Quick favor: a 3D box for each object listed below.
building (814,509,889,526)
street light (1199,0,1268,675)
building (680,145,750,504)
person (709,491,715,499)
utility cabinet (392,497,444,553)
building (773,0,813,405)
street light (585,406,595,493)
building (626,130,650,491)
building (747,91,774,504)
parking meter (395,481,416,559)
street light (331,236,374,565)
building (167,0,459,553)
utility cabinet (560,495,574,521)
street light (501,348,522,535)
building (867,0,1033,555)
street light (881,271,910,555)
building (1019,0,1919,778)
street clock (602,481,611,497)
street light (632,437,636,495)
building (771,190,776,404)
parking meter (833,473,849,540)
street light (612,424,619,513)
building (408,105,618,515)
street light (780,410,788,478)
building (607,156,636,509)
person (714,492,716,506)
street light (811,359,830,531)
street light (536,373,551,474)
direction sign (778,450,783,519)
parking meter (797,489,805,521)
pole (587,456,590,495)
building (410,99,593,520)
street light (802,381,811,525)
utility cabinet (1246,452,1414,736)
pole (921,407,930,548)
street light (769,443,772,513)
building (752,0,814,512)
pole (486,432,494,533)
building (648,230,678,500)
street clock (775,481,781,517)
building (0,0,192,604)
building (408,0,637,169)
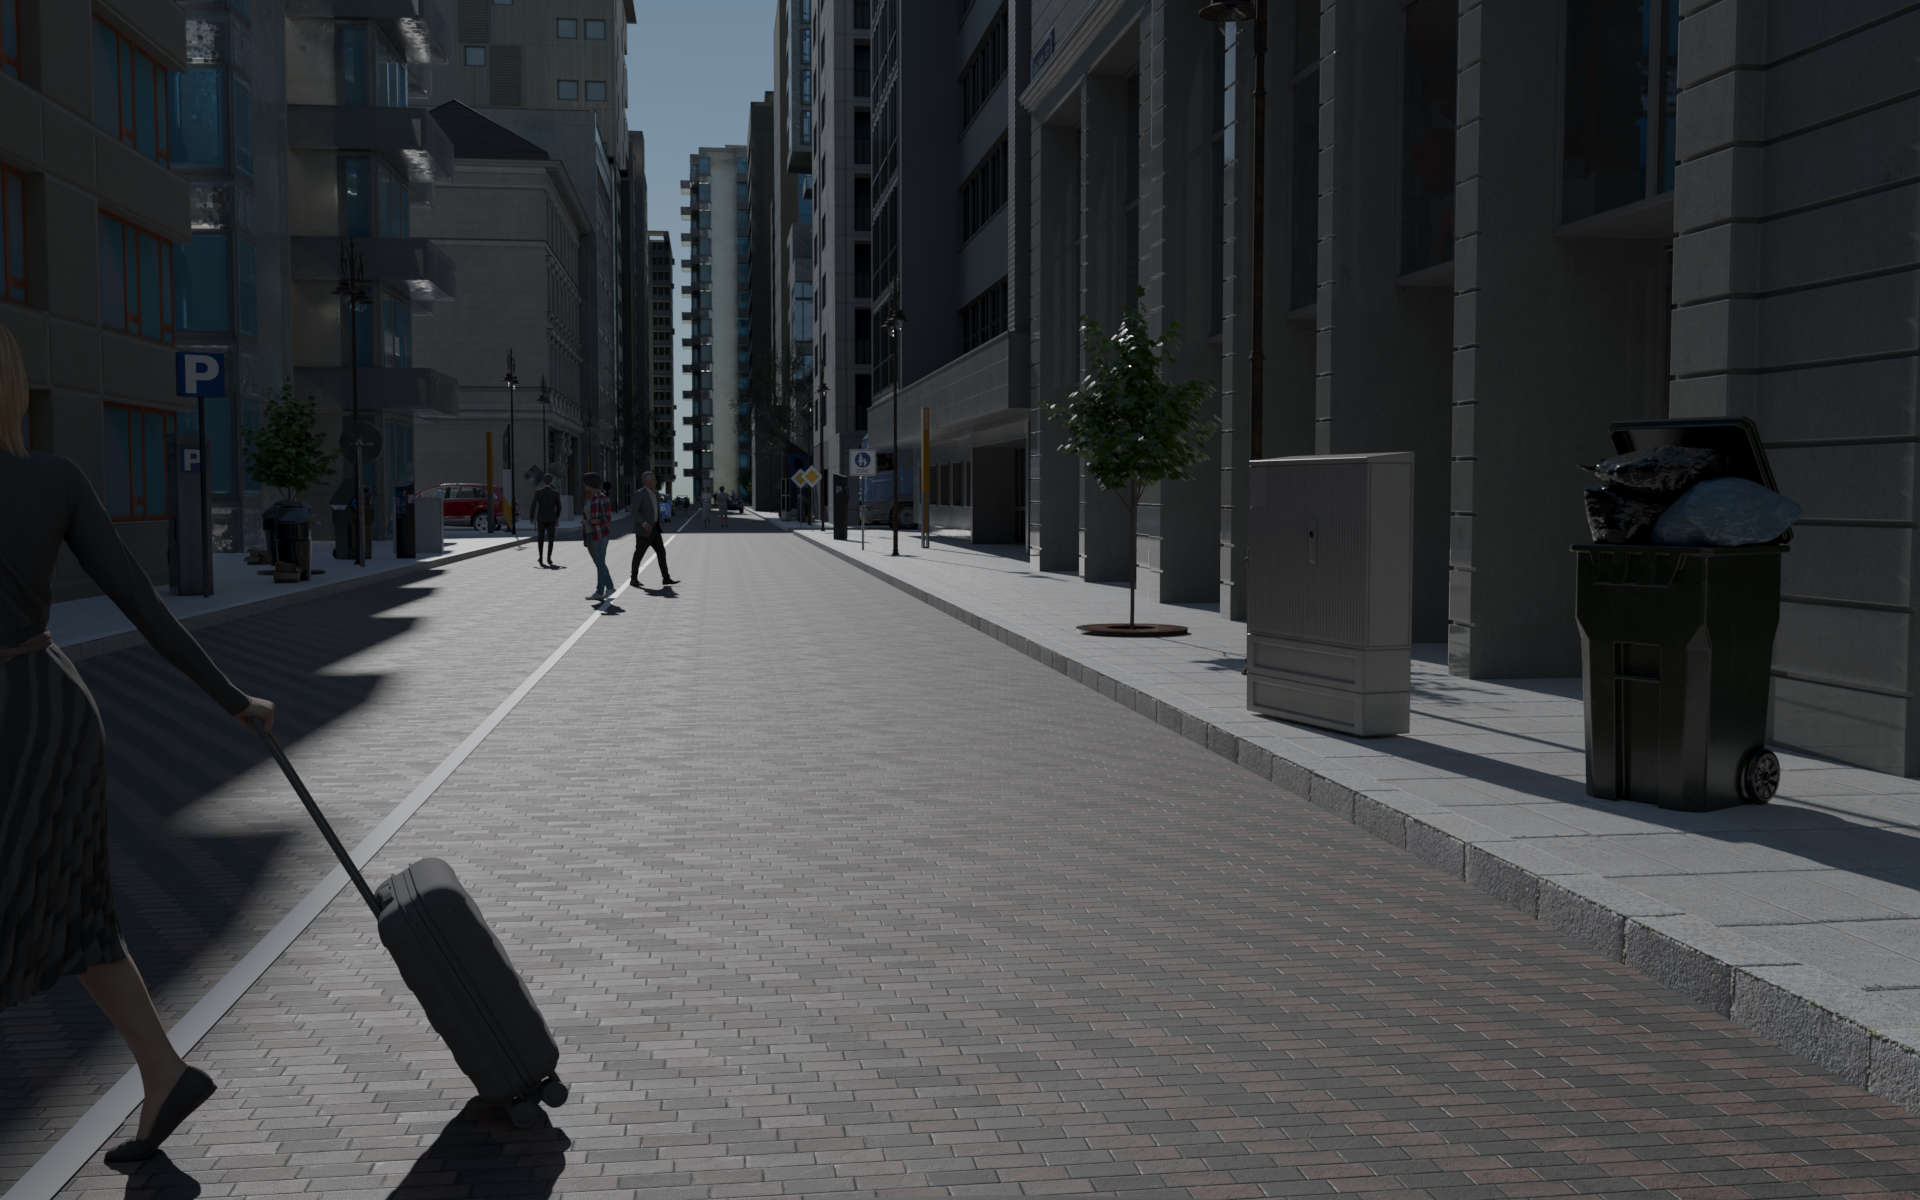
[{"bbox_3d":[3.961,-39.166,78.611,20.611,71.187,20.563,0,4,-8],"label":"building"},{"bbox_3d":[2.089,-2.406,12.131,0.468,5.910,1.993,0,4,-8],"label":"street light"},{"bbox_3d":[-22.776,-37.828,238.097,30.456,49.044,23.786,0,4,-8],"label":"building"},{"bbox_3d":[-23.478,-9.346,162.130,1.217,1.723,0.721,-1,4,-19],"label":"person"},{"bbox_3d":[-11.784,-1.623,37.690,1.020,1.237,0.306,0,4,-5],"label":"utility cabinet"},{"bbox_3d":[-9.227,-30.788,153.498,14.600,45.320,14.200,0,4,-8],"label":"building"},{"bbox_3d":[-19.354,-7.212,90.709,0.468,5.910,1.993,0,4,-8],"label":"street light"},{"bbox_3d":[-41.521,-30.882,188.507,14.154,41.232,14.086,0,4,-8],"label":"building"},{"bbox_3d":[-14.284,-35.634,206.322,21.300,48.544,21.600,0,4,-8],"label":"building"},{"bbox_3d":[-11.060,-1.598,34.543,0.372,1.533,0.369,0,3,0],"label":"parking meter"},{"bbox_3d":[-10.928,-3.578,31.295,0.468,5.910,1.993,0,4,-8],"label":"street light"},{"bbox_3d":[-29.509,-25.958,44.026,30.456,49.044,23.786,0,4,-8],"label":"building"},{"bbox_3d":[-18.604,-4.333,82.005,0.306,1.237,1.020,-2,4,-34],"label":"utility cabinet"},{"bbox_3d":[-14.128,-5.008,54.675,0.468,5.910,1.993,0,4,-8],"label":"street light"},{"bbox_3d":[5.913,-13.802,44.735,14.314,24.678,30.058,0,4,-8],"label":"building"},{"bbox_3d":[-1.349,-3.873,36.110,0.468,5.910,1.993,0,4,-8],"label":"street light"},{"bbox_3d":[8.584,-14.513,14.785,11.434,29.767,29.804,0,4,-8],"label":"building"},{"bbox_3d":[-20.222,-5.791,99.248,0.471,2.002,0.358,-2,4,-24],"label":"street clock"},{"bbox_3d":[-26.098,-10.125,138.333,0.468,5.910,1.993,0,4,-8],"label":"street light"},{"bbox_3d":[-11.287,-24.234,167.929,14.160,30.474,14.107,0,4,-8],"label":"building"},{"bbox_3d":[-3.343,-2.624,48.617,0.399,1.863,0.255,1,4,15],"label":"parking meter"},{"bbox_3d":[-22.818,-8.696,114.965,0.468,5.910,1.993,0,4,-8],"label":"street light"},{"bbox_3d":[-29.729,-18.231,116.099,12.078,24.808,19.932,0,4,-8],"label":"building"},{"bbox_3d":[-9.615,-7.471,94.933,0.468,5.910,1.993,0,4,-8],"label":"street light"},{"bbox_3d":[-35.072,-22.940,146.763,14.160,30.474,14.107,0,4,-8],"label":"building"},{"bbox_3d":[-29.775,-12.294,210.973,0.593,1.643,0.415,3,4,36],"label":"person"},{"bbox_3d":[-4.720,-5.301,59.466,0.468,5.910,1.993,0,4,-8],"label":"street light"},{"bbox_3d":[-15.963,-5.734,66.543,0.468,5.910,1.993,0,4,-8],"label":"street light"},{"bbox_3d":[-9.190,-5.955,89.368,0.379,3.537,0.876,0,4,0],"label":"direction sign"},{"bbox_3d":[-7.497,-4.487,81.776,0.372,1.533,0.369,0,3,0],"label":"parking meter"},{"bbox_3d":[-20.090,-6.116,93.848,0.158,3.312,0.155,0,3,0],"label":"pole"},{"bbox_3d":[-25.027,-14.405,86.434,10.553,20.767,40.483,0,4,-8],"label":"building"},{"bbox_3d":[-6.192,-6.011,71.072,0.468,5.910,1.993,0,4,-8],"label":"street light"},{"bbox_3d":[2.012,-0.055,9.571,0.318,1.500,1.173,-1,4,-21],"label":"utility cabinet"},{"bbox_3d":[-0.818,-2.875,40.845,0.158,3.312,0.155,0,3,0],"label":"pole"},{"bbox_3d":[-12.934,-8.900,118.296,0.468,5.910,1.993,0,4,-8],"label":"street light"},{"bbox_3d":[-3.106,-49.364,119.776,22.319,86.520,31.000,0,4,-8],"label":"building"},{"bbox_3d":[-15.361,-3.839,56.613,0.158,3.312,0.155,0,3,0],"label":"pole"},{"bbox_3d":[-51.254,-33.394,237.877,23.993,40.220,32.217,0,4,-8],"label":"building"},{"bbox_3d":[-10.022,-5.624,96.517,0.471,2.002,0.358,0,4,8],"label":"street clock"},{"bbox_3d":[-23.092,-10.040,9.193,27.650,21.520,28.899,0,4,-8],"label":"building"},{"bbox_3d":[-45.916,-35.311,166.578,28.713,52.752,27.495,0,4,-8],"label":"building"}]
